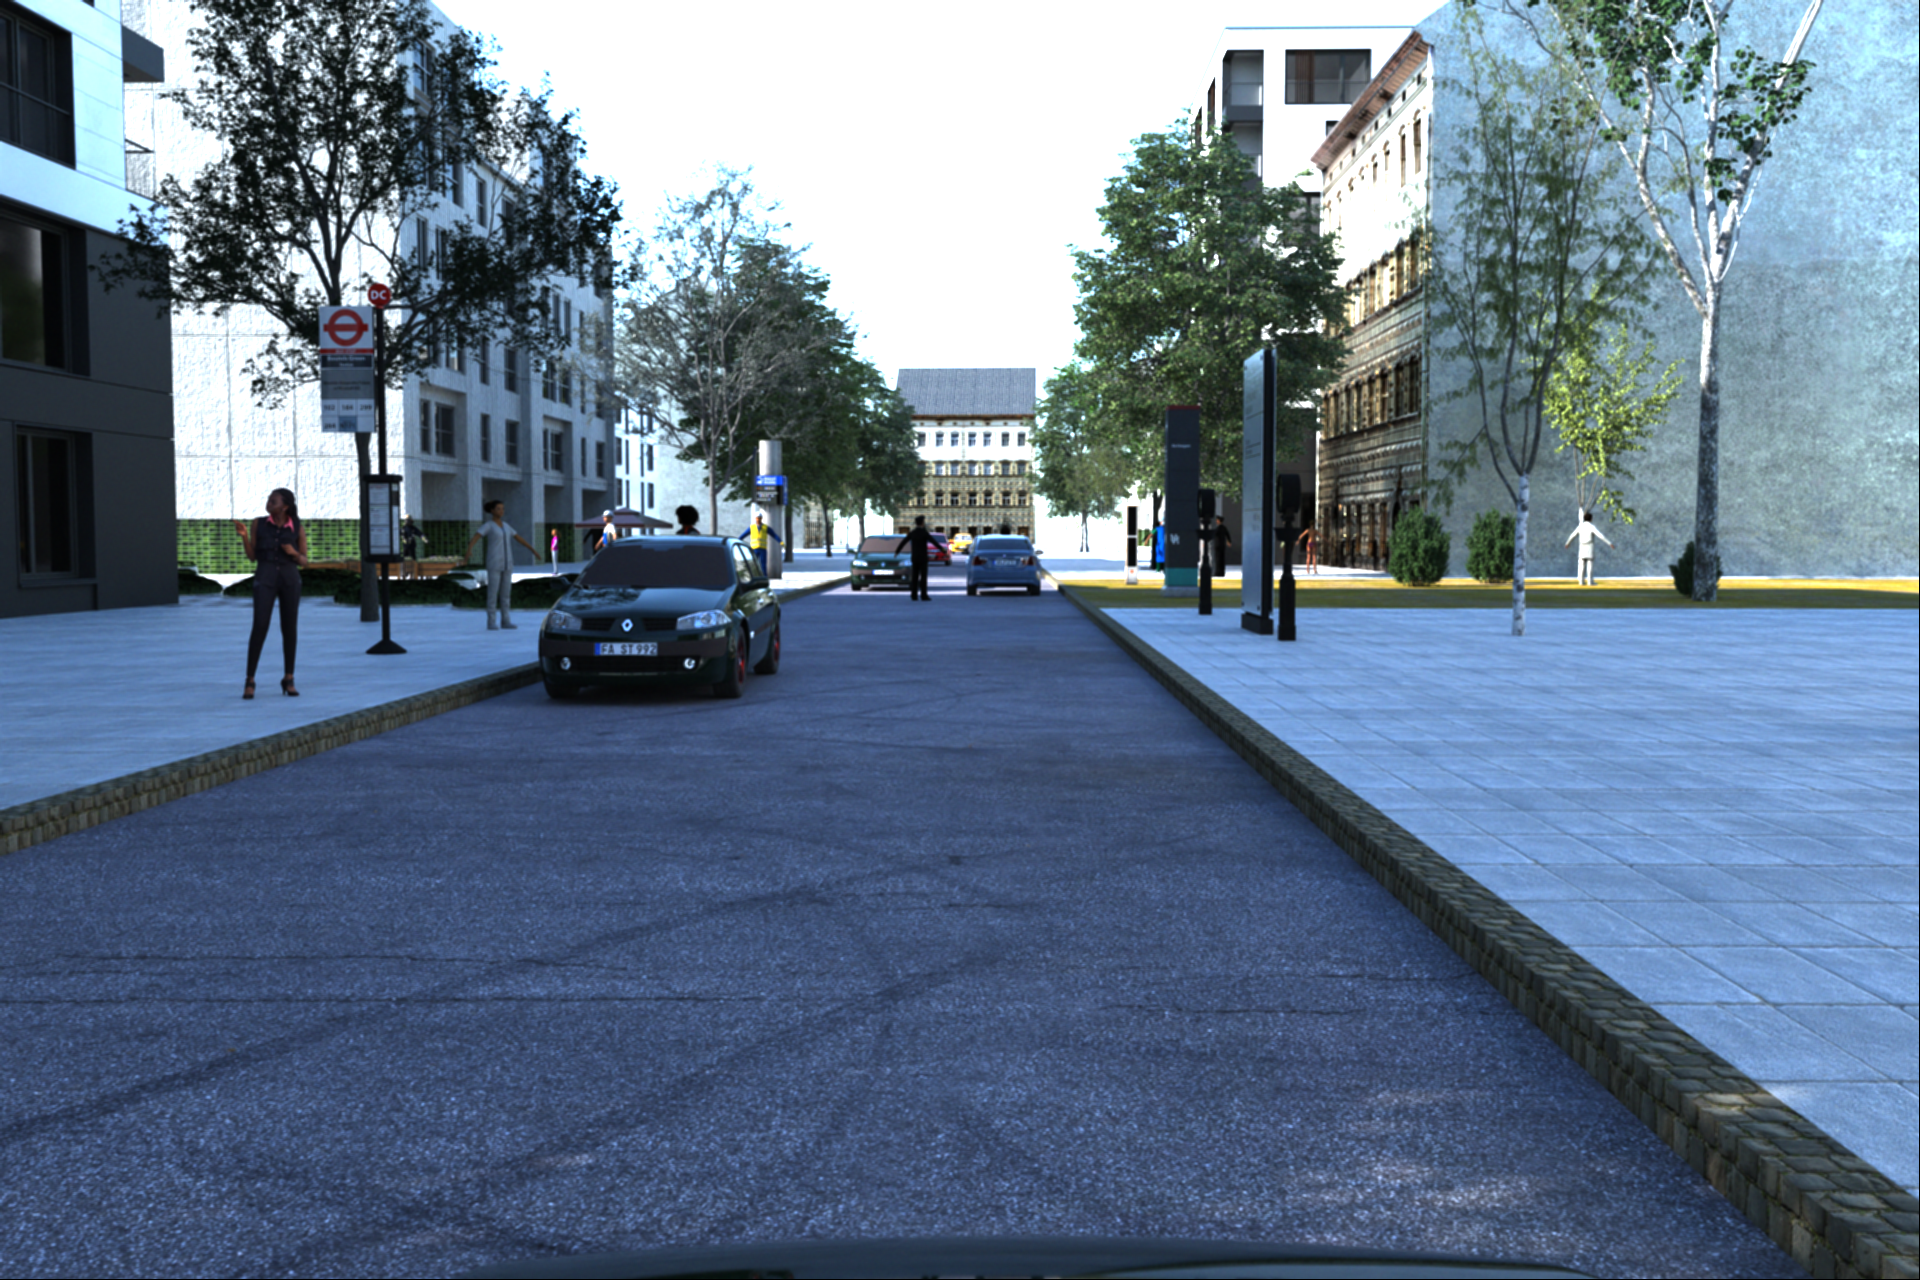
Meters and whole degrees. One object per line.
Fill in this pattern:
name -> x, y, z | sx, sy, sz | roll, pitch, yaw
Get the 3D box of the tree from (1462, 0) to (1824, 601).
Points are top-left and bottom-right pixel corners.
tree -> 13.146, -10.866, 33.545 | 12.611, 20.169, 13.585 | 0, 3, 0

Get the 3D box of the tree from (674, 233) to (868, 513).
tree -> -7.342, -9.062, 66.286 | 7.486, 12.596, 7.792 | 0, 3, 0

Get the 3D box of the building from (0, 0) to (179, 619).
building -> -28.604, -10.479, 15.299 | 27.936, 21.610, 32.646 | 0, 4, 1

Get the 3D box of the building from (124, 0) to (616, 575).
building -> -25.682, -12.454, 70.080 | 16.747, 18.905, 31.486 | 0, 4, 1

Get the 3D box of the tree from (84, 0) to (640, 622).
tree -> -8.607, -5.569, 25.463 | 8.767, 10.594, 7.601 | 0, 4, 5

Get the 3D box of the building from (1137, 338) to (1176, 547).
building -> 26.609, -18.258, 164.977 | 16.747, 18.905, 31.486 | 0, 4, 1

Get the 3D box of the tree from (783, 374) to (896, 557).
tree -> -7.410, -9.870, 95.782 | 8.767, 10.594, 7.601 | -2, 4, -35

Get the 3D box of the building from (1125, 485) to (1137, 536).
building -> 24.658, -15.794, 200.385 | 9.099, 9.664, 28.070 | 0, 4, 1

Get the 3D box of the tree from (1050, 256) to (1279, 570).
tree -> 7.310, -8.394, 62.989 | 9.928, 11.665, 9.643 | 0, 3, 0

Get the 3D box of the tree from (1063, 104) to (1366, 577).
tree -> 7.541, -8.883, 51.887 | 9.857, 13.997, 8.962 | 0, 3, 0

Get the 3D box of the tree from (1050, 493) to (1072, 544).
tree -> 14.271, -16.894, 226.576 | 4.360, 8.622, 3.978 | 0, 3, 0

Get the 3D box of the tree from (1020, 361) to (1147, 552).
tree -> 9.056, -13.412, 125.940 | 9.857, 13.997, 8.962 | 0, 3, 0

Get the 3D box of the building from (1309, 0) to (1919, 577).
building -> 23.511, -14.042, 60.513 | 19.493, 23.208, 18.063 | 0, 4, 2

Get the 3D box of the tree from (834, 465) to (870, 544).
tree -> -15.620, -19.231, 224.797 | 12.009, 13.543, 11.850 | 0, 3, 0

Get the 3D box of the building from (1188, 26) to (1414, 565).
building -> 25.038, -14.813, 86.163 | 27.936, 21.610, 32.646 | 0, 4, 1

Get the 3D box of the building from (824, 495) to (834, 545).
building -> -24.543, -22.354, 196.419 | 19.493, 23.208, 18.063 | 0, 4, 2

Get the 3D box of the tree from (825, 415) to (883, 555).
tree -> -6.931, -9.460, 105.029 | 4.360, 8.622, 3.978 | 0, 3, 0

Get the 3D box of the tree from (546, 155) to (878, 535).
tree -> -7.845, -8.878, 55.526 | 12.009, 13.543, 11.850 | 0, 3, 0

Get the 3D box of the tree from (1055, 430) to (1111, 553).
tree -> 8.437, -10.143, 116.207 | 4.360, 8.622, 3.978 | 0, 3, 0

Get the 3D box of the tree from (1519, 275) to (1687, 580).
tree -> 17.667, -5.999, 48.443 | 4.737, 8.622, 4.395 | 0, 3, 0

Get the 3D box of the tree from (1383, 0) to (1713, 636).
tree -> 6.935, -4.351, 21.497 | 4.360, 8.622, 3.978 | 0, 3, 0

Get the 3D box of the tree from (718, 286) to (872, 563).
tree -> -7.613, -9.796, 78.289 | 7.486, 12.596, 7.792 | 0, 3, 0

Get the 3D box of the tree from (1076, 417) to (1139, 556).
tree -> 8.333, -9.220, 101.115 | 4.360, 8.622, 3.978 | 0, 3, 0

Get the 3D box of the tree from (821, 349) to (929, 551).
tree -> -6.669, -12.973, 118.769 | 9.857, 13.997, 8.962 | 0, 3, 0

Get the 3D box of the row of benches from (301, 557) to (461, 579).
row of benches -> -14.958, -1.813, 45.105 | 4.104, 0.672, 1.422 | 0, 4, -4

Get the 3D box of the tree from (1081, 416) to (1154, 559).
tree -> 7.996, -8.563, 90.374 | 4.360, 8.622, 3.978 | 0, 3, 0

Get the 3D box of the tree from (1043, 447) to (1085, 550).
tree -> 8.559, -11.355, 136.016 | 4.737, 8.622, 4.395 | 0, 3, 0

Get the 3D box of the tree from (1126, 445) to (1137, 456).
tree -> 23.858, -22.387, 221.910 | 12.611, 20.169, 13.585 | 0, 3, 0

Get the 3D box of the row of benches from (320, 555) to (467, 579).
row of benches -> -15.944, -2.057, 49.098 | 4.104, 0.672, 1.422 | -2, 4, -27

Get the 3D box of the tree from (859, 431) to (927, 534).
tree -> -5.786, -12.374, 136.730 | 7.601, 10.594, 8.767 | -3, 5, -42

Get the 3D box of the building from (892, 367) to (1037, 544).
building -> 0.968, -24.053, 226.652 | 18.063, 23.208, 19.493 | 0, 4, 3

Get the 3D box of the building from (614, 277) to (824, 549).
building -> -22.380, -19.861, 155.661 | 19.493, 23.208, 18.063 | 0, 4, 0

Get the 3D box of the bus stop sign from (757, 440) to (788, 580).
bus stop sign -> -5.342, -3.664, 48.924 | 0.837, 3.901, 0.837 | 0, 4, 3

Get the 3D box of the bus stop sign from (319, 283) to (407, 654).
bus stop sign -> -6.397, -1.825, 18.538 | 0.855, 3.939, 0.416 | 0, 4, 1

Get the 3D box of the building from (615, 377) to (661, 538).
building -> -22.631, -9.960, 105.001 | 9.099, 9.664, 28.070 | 0, 4, 1
